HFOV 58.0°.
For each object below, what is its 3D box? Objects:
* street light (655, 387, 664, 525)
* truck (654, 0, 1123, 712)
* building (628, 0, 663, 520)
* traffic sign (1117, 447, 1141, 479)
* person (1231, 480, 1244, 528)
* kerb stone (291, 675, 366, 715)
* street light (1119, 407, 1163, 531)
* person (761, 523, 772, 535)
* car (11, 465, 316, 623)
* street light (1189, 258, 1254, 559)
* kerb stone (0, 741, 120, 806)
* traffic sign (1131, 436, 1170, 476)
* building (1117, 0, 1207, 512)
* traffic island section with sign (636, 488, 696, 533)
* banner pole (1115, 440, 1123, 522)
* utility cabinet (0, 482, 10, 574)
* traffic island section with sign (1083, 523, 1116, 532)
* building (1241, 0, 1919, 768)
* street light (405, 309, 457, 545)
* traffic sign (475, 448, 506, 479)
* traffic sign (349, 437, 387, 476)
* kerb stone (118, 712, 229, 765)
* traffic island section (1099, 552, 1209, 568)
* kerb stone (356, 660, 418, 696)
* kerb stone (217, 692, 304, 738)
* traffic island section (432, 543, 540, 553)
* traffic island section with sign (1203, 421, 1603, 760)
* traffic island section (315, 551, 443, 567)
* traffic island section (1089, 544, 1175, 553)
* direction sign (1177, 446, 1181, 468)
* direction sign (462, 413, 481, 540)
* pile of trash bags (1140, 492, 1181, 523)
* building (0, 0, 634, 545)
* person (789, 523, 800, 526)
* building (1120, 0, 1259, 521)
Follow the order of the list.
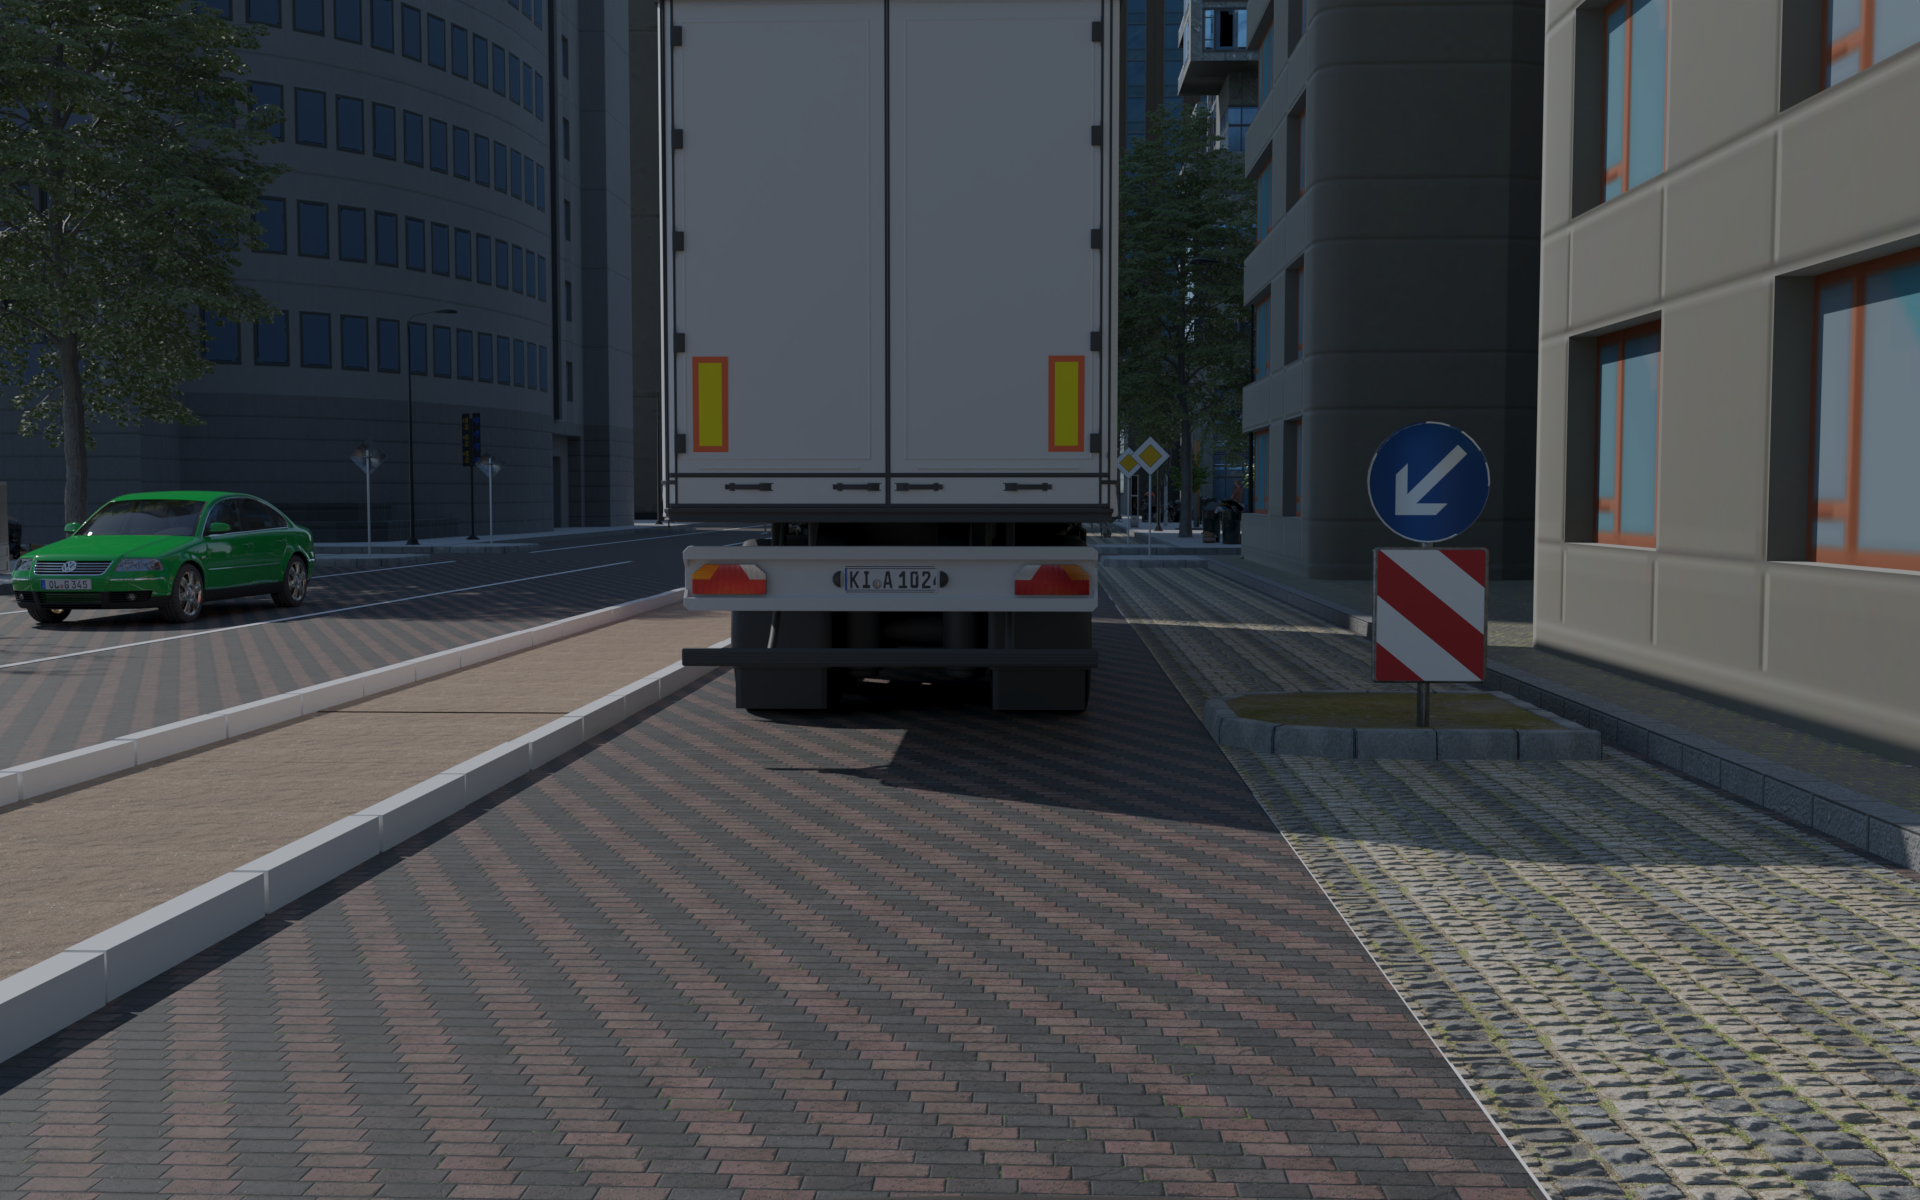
[{"bbox_3d":[-12.083,-6.111,72.460,1.470,5.913,1.316,0,4,2],"label":"street light"},{"bbox_3d":[-0.170,-1.579,14.723,2.839,4.237,11.283,0,4,2],"label":"truck"},{"bbox_3d":[-24.011,-28.851,95.421,21.300,48.544,21.600,0,4,2],"label":"building"},{"bbox_3d":[4.184,-2.484,42.796,0.795,2.593,0.064,0,4,2],"label":"traffic sign"},{"bbox_3d":[10.399,-3.602,64.903,0.573,1.828,0.580,-1,4,-17],"label":"person"},{"bbox_3d":[-4.266,0.645,11.644,0.120,0.150,1.000,0,4,2],"label":"kerb stone"},{"bbox_3d":[6.310,-5.328,59.646,1.470,5.913,1.316,0,4,2],"label":"street light"},{"bbox_3d":[-6.722,-3.163,61.219,0.522,1.701,0.512,1,4,20],"label":"person"},{"bbox_3d":[-9.354,-0.725,20.651,1.959,1.807,4.718,0,4,3],"label":"car"},{"bbox_3d":[5.208,-3.771,34.201,1.470,5.913,1.316,0,4,2],"label":"street light"},{"bbox_3d":[-4.397,0.841,8.556,0.120,0.150,1.000,0,4,2],"label":"kerb stone"},{"bbox_3d":[3.841,-1.996,34.819,0.795,2.593,0.064,0,4,2],"label":"traffic sign"},{"bbox_3d":[17.341,-29.249,128.337,14.600,45.320,14.200,0,4,2],"label":"building"},{"bbox_3d":[-10.917,-3.424,64.614,1.989,1.847,2.006,0,4,2],"label":"traffic island section with sign"},{"bbox_3d":[7.370,-5.506,80.047,0.401,3.779,0.863,0,4,1],"label":"banner pole"},{"bbox_3d":[-15.312,-1.136,27.250,0.318,1.500,1.173,-1,4,-12],"label":"utility cabinet"},{"bbox_3d":[4.844,-3.460,65.206,1.989,1.847,2.006,0,4,2],"label":"traffic island section with sign"},{"bbox_3d":[18.829,-10.643,19.050,27.650,21.520,28.899,0,4,2],"label":"building"},{"bbox_3d":[-13.281,-4.342,43.529,1.470,5.913,1.316,0,4,2],"label":"street light"},{"bbox_3d":[-11.795,-2.527,43.500,0.795,2.593,0.064,0,4,2],"label":"traffic sign"},{"bbox_3d":[-12.138,-2.039,35.523,0.795,2.593,0.064,0,4,2],"label":"traffic sign"},{"bbox_3d":[-4.354,0.771,9.585,0.120,0.150,1.000,0,4,2],"label":"kerb stone"},{"bbox_3d":[3.865,-0.772,34.900,2.009,0.180,2.903,0,4,2],"label":"traffic island section"},{"bbox_3d":[-4.224,0.584,12.669,0.120,0.150,1.000,0,4,2],"label":"kerb stone"},{"bbox_3d":[-4.308,0.709,10.612,0.120,0.150,1.000,0,4,2],"label":"kerb stone"},{"bbox_3d":[-11.819,-1.302,43.569,2.009,0.180,2.903,0,4,2],"label":"traffic island section"},{"bbox_3d":[2.484,-0.098,10.231,1.989,1.847,2.006,0,4,2],"label":"traffic island section with sign"},{"bbox_3d":[-12.161,-0.814,35.591,2.009,0.180,2.903,0,4,2],"label":"traffic island section"},{"bbox_3d":[4.208,-1.260,42.878,2.009,0.180,2.903,0,4,2],"label":"traffic island section"},{"bbox_3d":[10.594,-5.513,82.137,0.876,3.537,0.379,-3,5,-43],"label":"direction sign"},{"bbox_3d":[-13.704,-3.464,48.630,0.876,3.537,0.379,3,5,42],"label":"direction sign"},{"bbox_3d":[9.109,-4.232,78.947,1.912,1.369,3.447,-1,4,-14],"label":"pile of trash bags"},{"bbox_3d":[-24.512,-31.444,56.112,21.231,58.520,28.212,0,4,2],"label":"building"},{"bbox_3d":[-5.575,-3.144,60.014,0.767,1.812,0.694,2,4,25],"label":"person"},{"bbox_3d":[20.992,-47.897,95.794,22.319,86.520,31.000,0,4,2],"label":"building"}]
